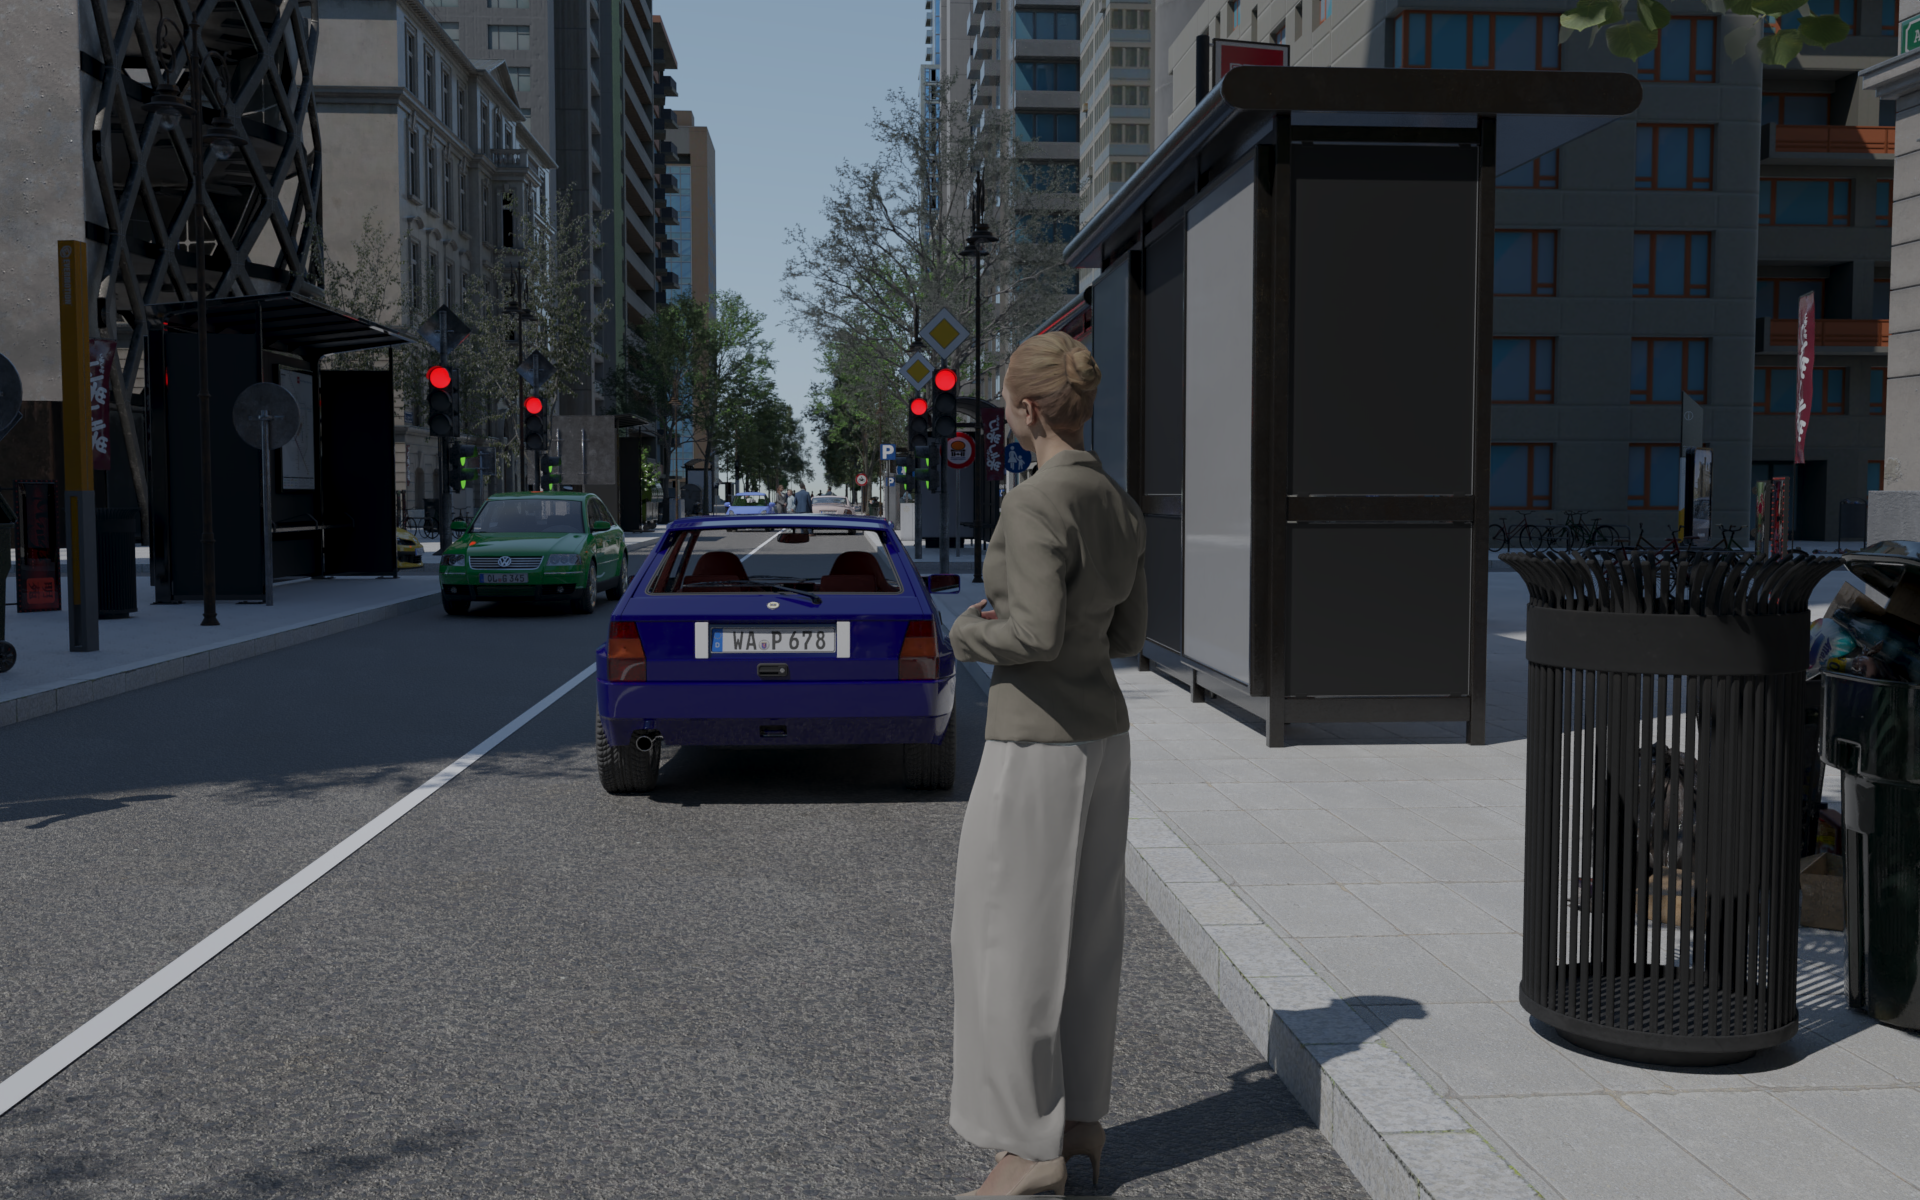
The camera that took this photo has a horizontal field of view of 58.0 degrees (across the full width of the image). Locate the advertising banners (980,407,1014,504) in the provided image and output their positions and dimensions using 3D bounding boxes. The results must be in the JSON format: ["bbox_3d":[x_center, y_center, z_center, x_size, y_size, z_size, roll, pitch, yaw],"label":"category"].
[{"bbox_3d":[1.376,-2.350,34.615,2.074,3.025,0.090,1,4,22],"label":"advertising banners"}]

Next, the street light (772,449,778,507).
[{"bbox_3d":[-19.201,-12.518,177.458,0.468,5.910,1.993,0,4,-4],"label":"street light"}]

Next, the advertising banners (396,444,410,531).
[{"bbox_3d":[-19.170,-3.883,59.677,0.090,3.025,2.074,0,4,-4],"label":"advertising banners"}]

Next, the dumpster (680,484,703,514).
[{"bbox_3d":[-15.044,-5.583,97.032,1.264,1.857,1.865,0,4,-4],"label":"dumpster"}]

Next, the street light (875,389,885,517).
[{"bbox_3d":[-3.481,-6.301,75.808,0.468,5.910,1.993,0,4,-4],"label":"street light"}]

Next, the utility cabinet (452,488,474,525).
[{"bbox_3d":[-17.304,-3.147,60.137,0.318,1.500,1.173,-3,5,-44],"label":"utility cabinet"}]

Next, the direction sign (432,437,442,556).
[{"bbox_3d":[-10.842,-2.699,36.125,0.379,3.537,0.876,-1,4,-14],"label":"direction sign"}]

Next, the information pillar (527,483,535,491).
[{"bbox_3d":[-18.460,-4.298,74.760,0.304,2.012,0.304,1,4,12],"label":"information pillar"}]

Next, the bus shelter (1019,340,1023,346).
[{"bbox_3d":[1.995,-2.698,21.743,2.179,5.291,8.768,0,4,-4],"label":"bus shelter"}]

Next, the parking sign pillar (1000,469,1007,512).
[{"bbox_3d":[2.294,-6.146,88.958,1.447,3.967,1.447,3,5,41],"label":"parking sign pillar"}]

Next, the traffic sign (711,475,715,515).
[{"bbox_3d":[-15.556,-6.629,108.482,0.768,2.556,0.104,0,4,-3],"label":"traffic sign"}]

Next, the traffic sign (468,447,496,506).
[{"bbox_3d":[-10.393,-2.172,37.646,0.606,2.300,0.079,0,4,1],"label":"traffic sign"}]

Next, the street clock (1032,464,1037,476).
[{"bbox_3d":[1.964,-2.291,42.027,0.358,2.002,0.471,-2,4,-32],"label":"street clock"}]

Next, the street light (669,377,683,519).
[{"bbox_3d":[-11.177,-5.840,68.266,0.468,5.910,1.993,0,4,-4],"label":"street light"}]

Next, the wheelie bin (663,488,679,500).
[{"bbox_3d":[-14.530,-4.818,86.678,0.980,1.594,0.693,0,4,1],"label":"wheelie bin"}]

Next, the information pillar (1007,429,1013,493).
[{"bbox_3d":[1.739,-4.201,60.041,0.183,3.616,0.504,1,4,21],"label":"information pillar"}]

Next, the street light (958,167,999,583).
[{"bbox_3d":[0.259,-3.188,24.915,0.468,5.910,1.993,0,4,-4],"label":"street light"}]

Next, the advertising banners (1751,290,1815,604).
[{"bbox_3d":[7.566,-1.209,15.961,0.090,3.025,2.074,1,4,14],"label":"advertising banners"}]

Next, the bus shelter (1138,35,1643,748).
[{"bbox_3d":[2.050,-2.157,12.899,2.179,5.291,8.768,0,4,-4],"label":"bus shelter"}]

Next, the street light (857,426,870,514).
[{"bbox_3d":[-6.552,-8.860,117.655,0.468,5.910,1.993,0,4,-4],"label":"street light"}]

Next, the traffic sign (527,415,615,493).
[{"bbox_3d":[-10.065,-3.116,44.811,2.265,3.308,0.079,0,4,-1],"label":"traffic sign"}]

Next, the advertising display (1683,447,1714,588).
[{"bbox_3d":[10.234,-1.150,24.014,0.123,1.923,0.974,3,4,37],"label":"advertising display"}]

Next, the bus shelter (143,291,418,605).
[{"bbox_3d":[-8.828,-1.950,23.158,1.731,3.624,6.357,0,4,-4],"label":"bus shelter"}]

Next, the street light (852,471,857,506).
[{"bbox_3d":[-8.955,-10.875,150.588,0.468,5.910,1.993,0,4,-4],"label":"street light"}]

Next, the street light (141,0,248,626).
[{"bbox_3d":[-7.330,-2.689,16.753,0.468,5.910,1.993,0,4,-4],"label":"street light"}]

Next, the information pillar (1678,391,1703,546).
[{"bbox_3d":[16.624,-2.941,39.435,0.504,3.616,0.183,0,4,-2],"label":"information pillar"}]

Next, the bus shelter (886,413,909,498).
[{"bbox_3d":[-2.579,-6.373,81.830,2.179,5.291,8.768,0,4,-4],"label":"bus shelter"}]

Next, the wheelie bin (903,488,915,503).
[{"bbox_3d":[-1.718,-3.514,65.356,0.980,1.594,0.693,-2,4,-33],"label":"wheelie bin"}]

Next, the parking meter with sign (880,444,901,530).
[{"bbox_3d":[-2.369,-3.979,61.314,0.543,3.016,1.738,1,4,10],"label":"parking meter with sign"}]

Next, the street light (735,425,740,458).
[{"bbox_3d":[-14.225,-8.402,110.161,0.468,5.910,1.993,0,4,-4],"label":"street light"}]

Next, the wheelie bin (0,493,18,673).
[{"bbox_3d":[-7.194,-0.270,12.321,0.980,1.594,0.693,2,4,25],"label":"wheelie bin"}]

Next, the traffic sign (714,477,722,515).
[{"bbox_3d":[-15.143,-6.511,107.642,0.795,2.450,0.064,0,4,-3],"label":"traffic sign"}]

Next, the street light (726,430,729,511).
[{"bbox_3d":[-13.612,-7.858,101.265,0.468,5.910,1.993,0,4,-4],"label":"street light"}]

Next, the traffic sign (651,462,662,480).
[{"bbox_3d":[-12.368,-4.249,69.572,0.768,2.556,0.104,0,4,1],"label":"traffic sign"}]

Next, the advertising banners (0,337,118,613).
[{"bbox_3d":[-10.050,-1.381,18.763,0.090,3.025,2.074,2,4,31],"label":"advertising banners"}]

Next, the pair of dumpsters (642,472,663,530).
[{"bbox_3d":[-11.638,-3.655,62.257,1.574,2.255,4.437,0,4,-4],"label":"pair of dumpsters"}]

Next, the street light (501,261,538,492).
[{"bbox_3d":[-8.754,-3.779,34.577,0.468,5.910,1.993,0,4,-4],"label":"street light"}]

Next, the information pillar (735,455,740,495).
[{"bbox_3d":[-13.232,-6.825,102.951,0.183,3.616,0.504,-2,4,-32],"label":"information pillar"}]

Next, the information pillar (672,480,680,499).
[{"bbox_3d":[-15.022,-5.327,91.580,0.304,2.012,0.304,1,4,21],"label":"information pillar"}]

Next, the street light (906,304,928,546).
[{"bbox_3d":[-1.058,-4.257,42.389,0.468,5.910,1.993,0,4,-4],"label":"street light"}]

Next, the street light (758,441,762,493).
[{"bbox_3d":[-16.639,-10.449,143.621,0.468,5.910,1.993,0,4,-4],"label":"street light"}]

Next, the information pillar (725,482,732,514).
[{"bbox_3d":[-13.867,-6.066,103.672,0.304,2.012,0.304,-3,5,-39],"label":"information pillar"}]
